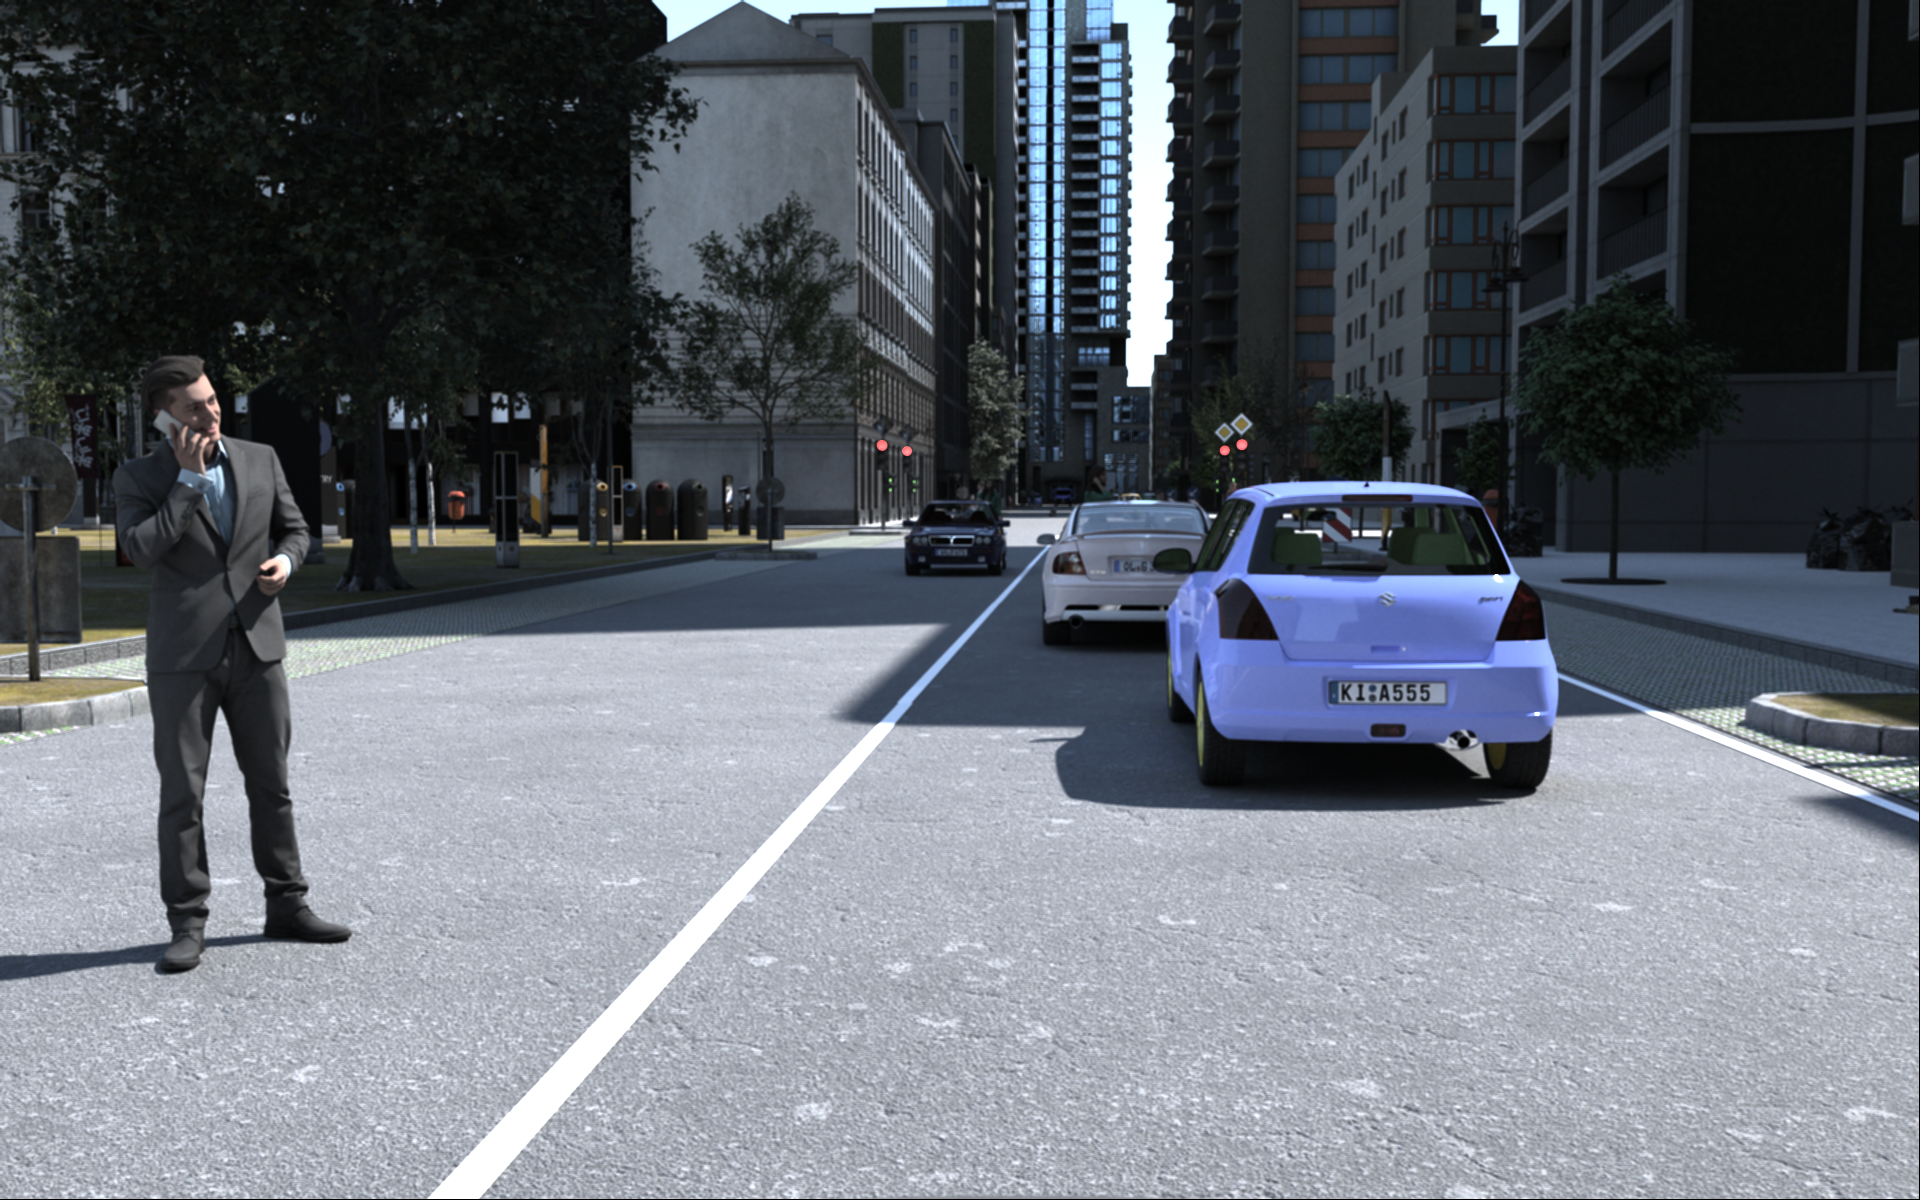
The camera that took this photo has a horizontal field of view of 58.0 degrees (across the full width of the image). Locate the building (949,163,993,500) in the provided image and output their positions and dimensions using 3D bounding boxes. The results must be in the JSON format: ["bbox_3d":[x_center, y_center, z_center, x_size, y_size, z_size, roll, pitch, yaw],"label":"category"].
[{"bbox_3d":[-4.574,-23.219,151.339,14.160,30.474,14.107,0,4,4],"label":"building"}]

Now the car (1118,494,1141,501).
[{"bbox_3d":[10.518,-5.950,107.505,2.015,1.641,3.980,0,4,4],"label":"car"}]

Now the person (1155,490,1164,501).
[{"bbox_3d":[3.509,-1.187,30.506,0.523,1.515,0.503,0,4,0],"label":"person"}]

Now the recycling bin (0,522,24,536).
[{"bbox_3d":[-20.967,-1.573,38.276,0.722,1.027,0.722,0,4,-4],"label":"recycling bin"}]

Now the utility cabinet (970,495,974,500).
[{"bbox_3d":[0.910,-7.604,135.493,0.306,1.237,1.020,0,4,6],"label":"utility cabinet"}]

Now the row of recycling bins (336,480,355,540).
[{"bbox_3d":[-17.621,-2.576,49.232,1.069,1.692,3.534,1,4,16],"label":"row of recycling bins"}]

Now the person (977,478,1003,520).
[{"bbox_3d":[0.675,-1.873,39.374,0.600,1.795,0.529,0,3,0],"label":"person"}]

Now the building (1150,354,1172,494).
[{"bbox_3d":[41.184,-24.093,238.963,28.899,21.520,27.650,0,4,4],"label":"building"}]

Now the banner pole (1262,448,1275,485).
[{"bbox_3d":[16.650,-6.310,93.182,0.863,3.779,0.401,0,4,-1],"label":"banner pole"}]

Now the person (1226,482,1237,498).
[{"bbox_3d":[8.971,-2.975,57.114,0.573,1.828,0.580,-1,4,-20],"label":"person"}]

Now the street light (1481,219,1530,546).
[{"bbox_3d":[9.234,-3.467,29.477,0.468,5.910,1.993,0,4,4],"label":"street light"}]

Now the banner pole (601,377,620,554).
[{"bbox_3d":[-7.525,-2.891,37.287,0.401,3.779,0.863,0,4,-6],"label":"banner pole"}]

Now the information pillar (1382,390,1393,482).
[{"bbox_3d":[9.592,-2.909,38.914,0.183,3.616,0.504,0,4,-2],"label":"information pillar"}]

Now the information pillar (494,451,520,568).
[{"bbox_3d":[-7.863,-1.564,30.058,0.304,2.012,0.304,-3,5,-43],"label":"information pillar"}]

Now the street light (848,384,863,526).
[{"bbox_3d":[-4.191,-5.923,69.628,0.468,5.910,1.993,0,4,4],"label":"street light"}]

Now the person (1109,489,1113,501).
[{"bbox_3d":[11.011,-7.229,126.966,0.793,1.790,0.793,-3,5,-43],"label":"person"}]

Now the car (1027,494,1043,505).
[{"bbox_3d":[9.022,-12.179,208.720,1.945,1.707,3.694,0,4,4],"label":"car"}]

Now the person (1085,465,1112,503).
[{"bbox_3d":[1.725,-0.807,21.942,0.529,1.795,0.600,1,4,15],"label":"person"}]

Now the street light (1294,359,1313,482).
[{"bbox_3d":[11.729,-5.287,59.229,0.468,5.910,1.993,0,4,4],"label":"street light"}]

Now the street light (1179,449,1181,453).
[{"bbox_3d":[18.173,-10.364,142.242,0.468,5.910,1.993,0,4,4],"label":"street light"}]

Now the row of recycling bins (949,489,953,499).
[{"bbox_3d":[-2.319,-7.677,132.623,3.534,1.692,1.069,0,4,-3],"label":"row of recycling bins"}]

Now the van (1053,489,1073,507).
[{"bbox_3d":[11.574,-11.619,194.351,2.240,2.365,5.245,0,4,4],"label":"van"}]

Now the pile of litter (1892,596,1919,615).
[{"bbox_3d":[10.926,-0.270,18.378,1.719,0.858,1.176,3,5,42],"label":"pile of litter"}]

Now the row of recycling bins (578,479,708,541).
[{"bbox_3d":[-8.751,-2.488,47.797,3.534,1.692,1.069,-1,4,-20],"label":"row of recycling bins"}]

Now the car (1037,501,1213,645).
[{"bbox_3d":[1.810,-0.332,17.792,2.083,1.381,4.827,0,4,4],"label":"car"}]

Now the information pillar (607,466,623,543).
[{"bbox_3d":[-9.106,-2.523,45.747,0.304,2.012,0.304,-2,4,-35],"label":"information pillar"}]

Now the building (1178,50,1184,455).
[{"bbox_3d":[27.675,-31.260,161.206,14.600,45.320,14.200,0,4,4],"label":"building"}]

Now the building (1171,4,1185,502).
[{"bbox_3d":[32.866,-39.121,181.628,21.231,58.520,28.212,0,4,4],"label":"building"}]

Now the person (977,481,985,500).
[{"bbox_3d":[0.691,-2.612,51.298,0.391,1.810,0.635,2,4,33],"label":"person"}]

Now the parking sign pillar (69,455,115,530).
[{"bbox_3d":[-30.954,-4.476,61.651,1.447,3.967,1.447,-1,4,-22],"label":"parking sign pillar"}]

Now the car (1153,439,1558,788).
[{"bbox_3d":[2.083,-0.011,9.776,1.945,1.707,3.694,0,4,3],"label":"car"}]

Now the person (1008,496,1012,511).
[{"bbox_3d":[4.124,-8.018,144.257,0.373,1.253,0.362,-1,4,-9],"label":"person"}]

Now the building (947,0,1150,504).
[{"bbox_3d":[10.350,-56.516,236.708,31.000,86.520,22.319,0,4,4],"label":"building"}]

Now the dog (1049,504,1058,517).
[{"bbox_3d":[5.744,-5.629,108.870,0.800,0.831,0.513,0,4,7],"label":"dog"}]

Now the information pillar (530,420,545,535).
[{"bbox_3d":[-13.285,-3.869,54.611,0.504,3.616,0.183,0,4,-6],"label":"information pillar"}]

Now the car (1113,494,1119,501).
[{"bbox_3d":[12.210,-7.790,139.366,2.014,1.417,4.499,0,4,6],"label":"car"}]

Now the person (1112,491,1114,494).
[{"bbox_3d":[15.942,-10.604,181.500,1.348,1.869,0.705,0,3,0],"label":"person"}]

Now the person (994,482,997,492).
[{"bbox_3d":[0.728,-2.314,46.604,0.573,1.790,0.520,-1,4,-14],"label":"person"}]

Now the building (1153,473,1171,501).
[{"bbox_3d":[33.847,-46.933,205.605,20.563,71.187,20.611,0,4,4],"label":"building"}]

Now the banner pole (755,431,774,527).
[{"bbox_3d":[-7.735,-4.802,68.530,0.863,3.779,0.401,-2,4,-31],"label":"banner pole"}]

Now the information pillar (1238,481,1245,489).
[{"bbox_3d":[16.231,-5.826,99.750,0.304,2.012,0.304,2,4,25],"label":"information pillar"}]

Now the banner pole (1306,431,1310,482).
[{"bbox_3d":[13.685,-4.782,68.195,0.401,3.779,0.863,1,4,12],"label":"banner pole"}]

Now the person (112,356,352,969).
[{"bbox_3d":[-2.237,0.181,5.342,0.655,1.846,0.447,-3,5,-44],"label":"person"}]

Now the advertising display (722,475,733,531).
[{"bbox_3d":[-8.026,-3.340,59.829,0.123,1.923,0.974,0,4,7],"label":"advertising display"}]

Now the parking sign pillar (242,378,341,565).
[{"bbox_3d":[-12.483,-2.654,31.872,1.447,3.967,1.447,3,5,44],"label":"parking sign pillar"}]

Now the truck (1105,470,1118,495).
[{"bbox_3d":[17.273,-13.193,204.615,2.839,4.237,11.283,0,4,5],"label":"truck"}]

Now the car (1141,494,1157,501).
[{"bbox_3d":[17.152,-9.057,156.876,1.959,1.807,4.718,0,4,3],"label":"car"}]

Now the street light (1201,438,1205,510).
[{"bbox_3d":[15.892,-8.543,112.473,0.468,5.910,1.993,0,4,4],"label":"street light"}]

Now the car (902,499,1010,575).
[{"bbox_3d":[-0.041,-1.174,31.777,1.945,1.354,3.894,0,4,3],"label":"car"}]

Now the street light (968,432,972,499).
[{"bbox_3d":[0.707,-9.579,129.401,0.468,5.910,1.993,0,4,4],"label":"street light"}]

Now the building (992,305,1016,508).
[{"bbox_3d":[-8.863,-20.119,173.988,27.650,21.520,28.899,0,4,4],"label":"building"}]

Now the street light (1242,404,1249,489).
[{"bbox_3d":[13.475,-6.694,82.228,0.468,5.910,1.993,0,4,4],"label":"street light"}]

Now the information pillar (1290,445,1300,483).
[{"bbox_3d":[15.773,-5.517,81.549,0.504,3.616,0.183,1,4,22],"label":"information pillar"}]

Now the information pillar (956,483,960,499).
[{"bbox_3d":[-0.135,-6.585,112.159,0.304,2.012,0.304,0,4,-2],"label":"information pillar"}]

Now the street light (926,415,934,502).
[{"bbox_3d":[-1.733,-7.759,99.644,0.468,5.910,1.993,0,4,4],"label":"street light"}]
